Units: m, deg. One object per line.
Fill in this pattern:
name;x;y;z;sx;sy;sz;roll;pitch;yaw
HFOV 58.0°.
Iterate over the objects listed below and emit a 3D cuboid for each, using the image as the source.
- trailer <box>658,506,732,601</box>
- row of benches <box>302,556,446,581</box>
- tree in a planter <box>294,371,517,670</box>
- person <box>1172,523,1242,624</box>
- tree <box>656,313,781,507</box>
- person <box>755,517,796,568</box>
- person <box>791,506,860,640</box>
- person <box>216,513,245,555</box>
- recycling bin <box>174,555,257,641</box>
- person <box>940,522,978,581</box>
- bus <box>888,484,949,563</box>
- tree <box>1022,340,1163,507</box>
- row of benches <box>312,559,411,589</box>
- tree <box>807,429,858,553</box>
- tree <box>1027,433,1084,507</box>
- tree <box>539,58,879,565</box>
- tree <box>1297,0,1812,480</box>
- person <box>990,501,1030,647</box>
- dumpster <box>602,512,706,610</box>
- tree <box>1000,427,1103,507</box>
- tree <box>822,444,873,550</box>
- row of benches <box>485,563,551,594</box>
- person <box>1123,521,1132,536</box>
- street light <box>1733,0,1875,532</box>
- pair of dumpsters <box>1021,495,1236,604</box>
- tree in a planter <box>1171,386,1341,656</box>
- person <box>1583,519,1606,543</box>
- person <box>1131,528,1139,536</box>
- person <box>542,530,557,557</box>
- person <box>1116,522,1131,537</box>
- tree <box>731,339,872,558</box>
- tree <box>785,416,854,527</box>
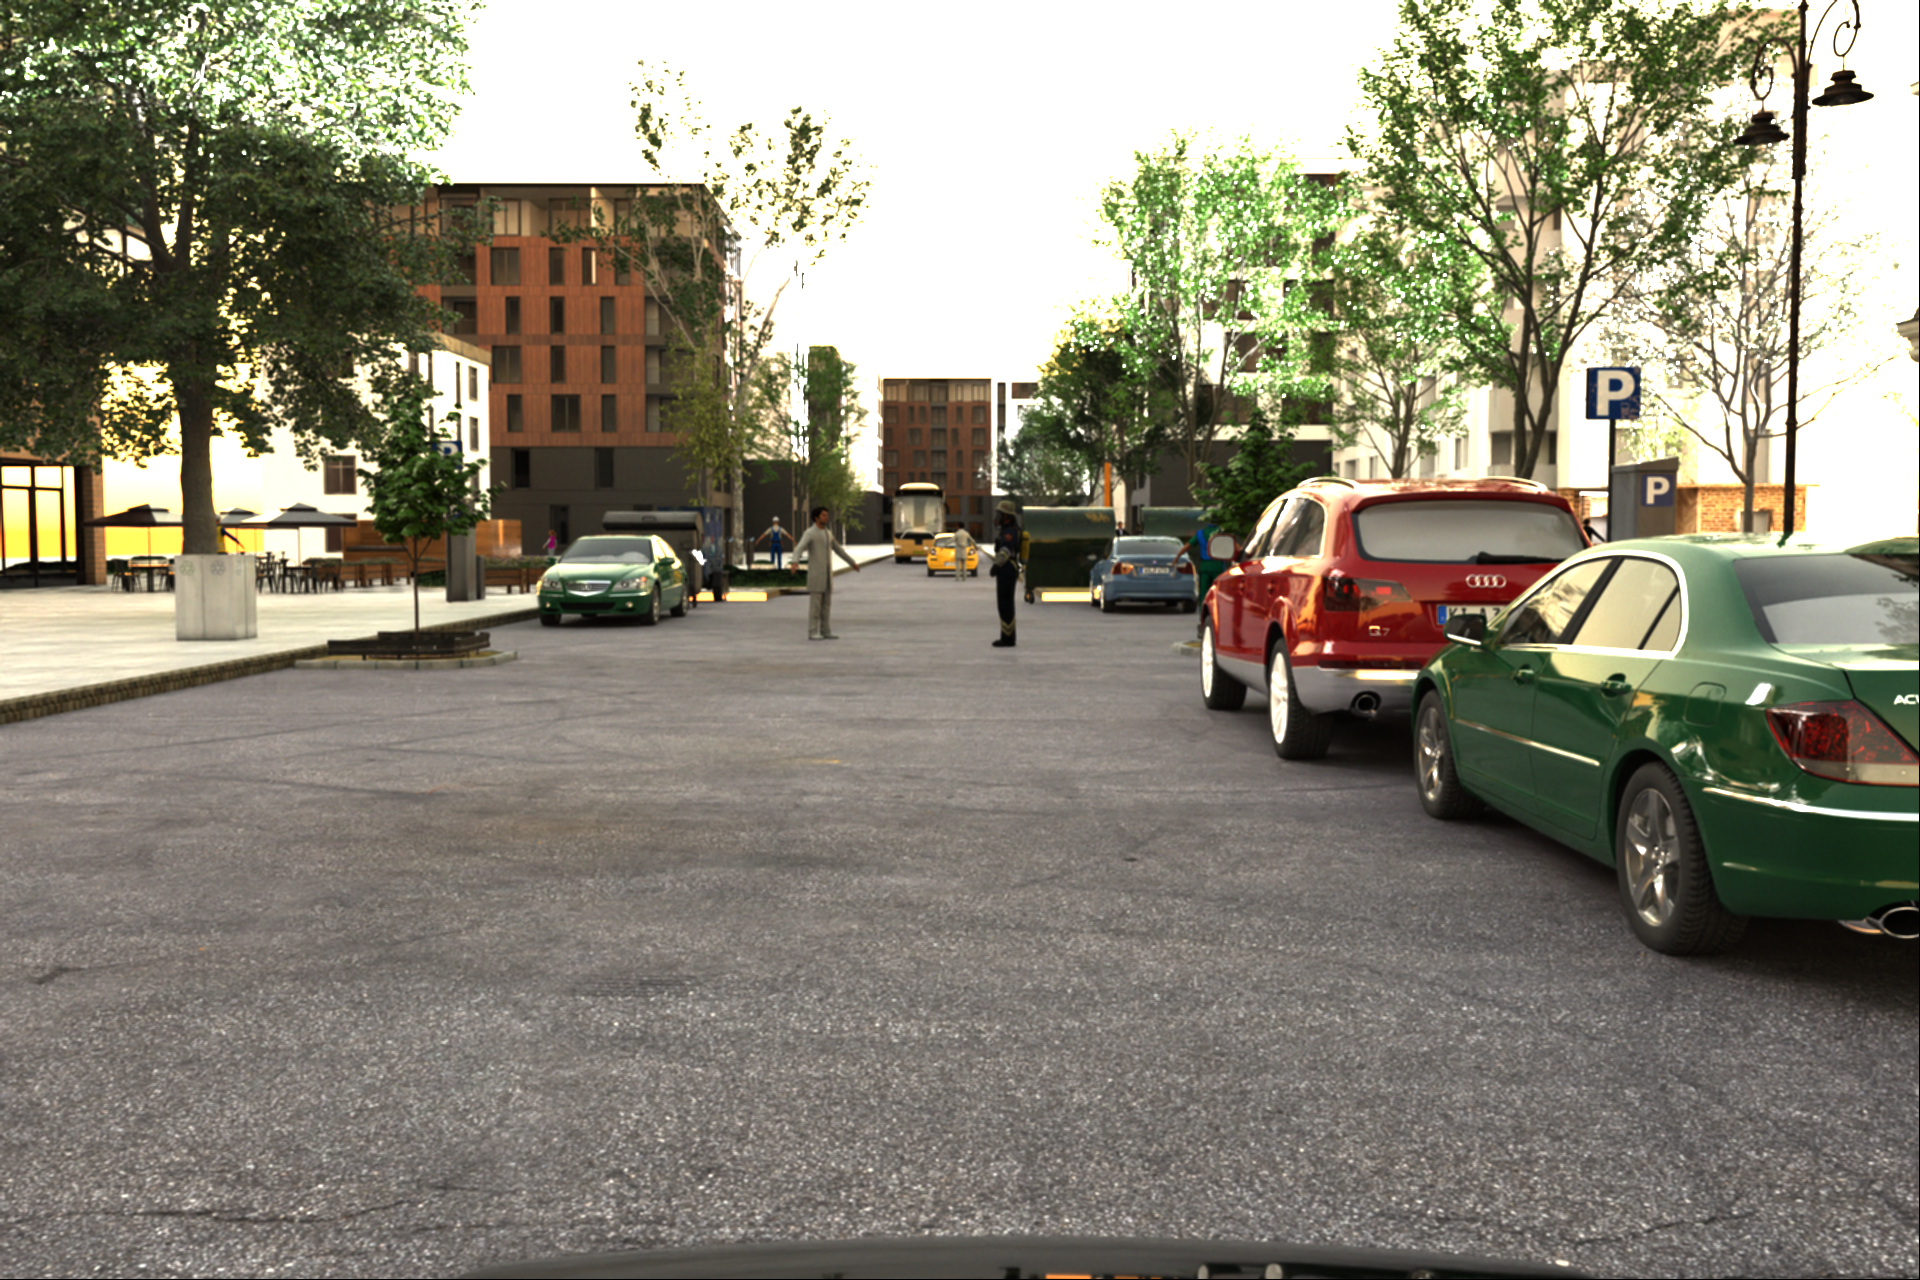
trailer;-5.740;-1.796;36.411;1.471;1.999;3.904;0;4;0
row of benches;-16.067;-1.969;47.651;4.104;0.672;1.422;-1;4;-16
tree in a planter;-6.056;-1.345;19.216;1.991;3.239;1.994;0;4;1
person;3.936;-1.123;26.951;1.347;1.817;0.704;1;4;21
tree;-8.459;-6.635;58.847;4.737;8.622;4.395;0;3;0
person;-6.049;-3.123;56.916;1.347;1.847;0.705;0;4;-8
person;-1.885;-0.917;23.633;0.705;1.806;1.347;3;4;37
person;-17.317;-2.082;40.501;1.216;1.772;0.721;0;4;7
recycling bin;-9.080;-0.526;21.146;0.722;1.027;0.722;0;4;0
person;0.011;-2.726;53.217;1.347;1.806;0.705;-2;4;-31
bus;-2.000;-5.895;87.925;2.896;3.916;12.252;0;4;0
tree;6.649;-9.896;87.550;9.928;11.665;9.643;0;3;0
row of benches;-14.562;-1.632;42.144;1.422;0.672;4.104;0;4;7
tree;-8.910;-10.343;119.478;4.737;8.622;4.395;0;3;0
tree;6.050;-9.964;113.268;4.360;8.622;3.978;0;3;0
tree;-10.587;-13.165;71.144;12.611;20.169;13.585;0;3;0
tree;9.904;-6.364;29.807;9.928;11.665;9.643;0;3;0
person;0.565;-0.850;22.138;0.705;1.856;1.354;0;4;7
dumpster;-5.877;-1.530;33.229;1.865;1.857;1.264;0;4;0
tree;6.909;-12.127;132.681;8.767;10.594;7.601;1;4;13
tree;-9.262;-11.558;139.343;4.737;8.622;4.395;0;3;0
row of benches;-8.969;-1.374;37.934;4.104;0.672;1.422;-3;5;-43
person;6.587;-3.789;68.079;0.705;1.813;1.348;-2;4;-31
street light;7.172;-2.575;14.894;0.468;5.910;1.993;0;3;0
pair of dumpsters;3.457;-1.901;36.038;4.436;2.255;1.574;0;4;-1
tree in a planter;3.613;-1.452;20.965;1.991;3.239;1.994;0;4;-1
person;21.202;-3.204;58.574;1.347;1.806;0.705;3;5;44
person;4.214;-1.999;38.828;1.346;1.812;0.704;-3;5;-39
person;-14.633;-3.214;61.817;0.599;1.433;0.991;1;4;13
person;5.922;-3.486;63.720;1.216;1.740;0.721;-1;4;-9
tree;-8.394;-10.140;91.545;9.928;11.665;9.643;0;3;0
tree;-8.792;-9.656;108.235;4.737;8.622;4.395;0;3;0
